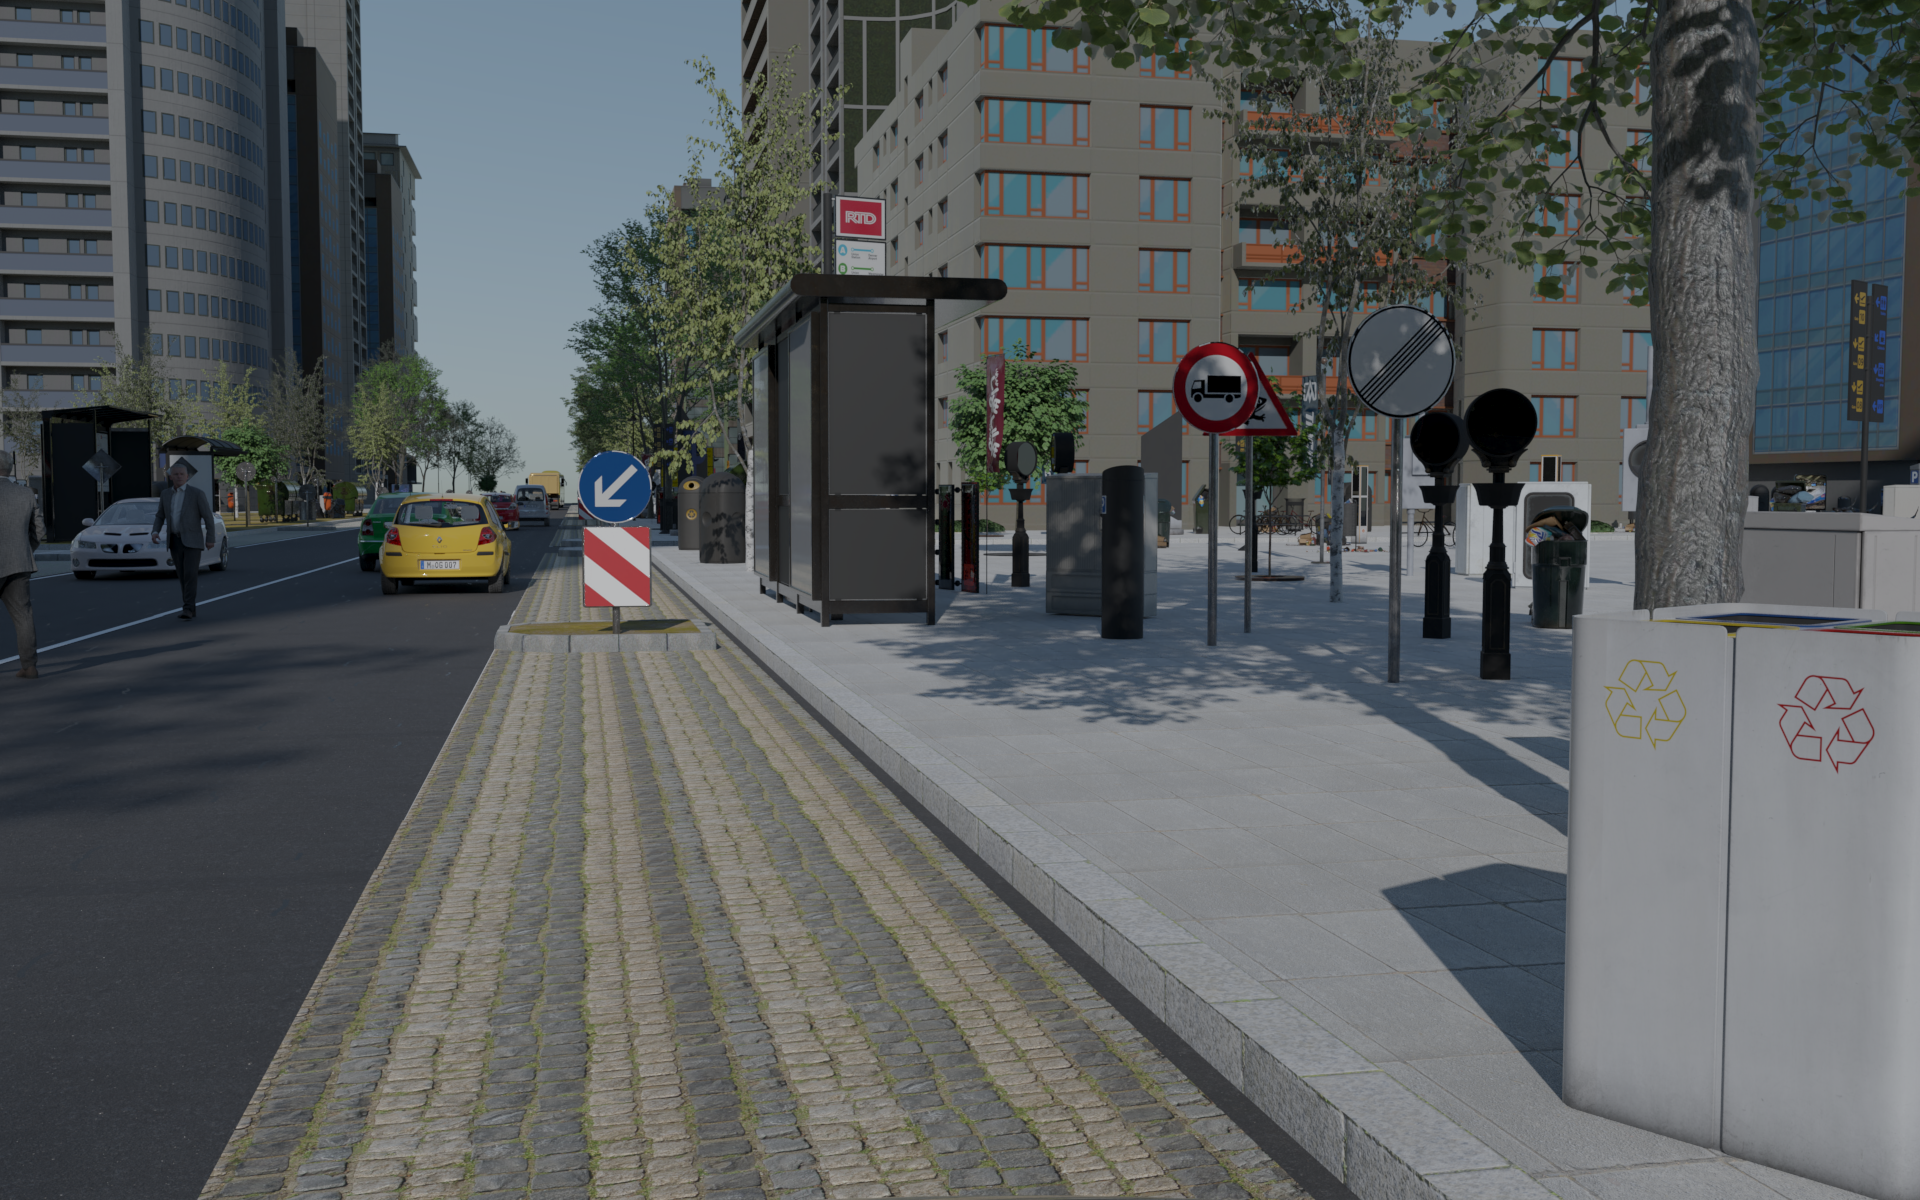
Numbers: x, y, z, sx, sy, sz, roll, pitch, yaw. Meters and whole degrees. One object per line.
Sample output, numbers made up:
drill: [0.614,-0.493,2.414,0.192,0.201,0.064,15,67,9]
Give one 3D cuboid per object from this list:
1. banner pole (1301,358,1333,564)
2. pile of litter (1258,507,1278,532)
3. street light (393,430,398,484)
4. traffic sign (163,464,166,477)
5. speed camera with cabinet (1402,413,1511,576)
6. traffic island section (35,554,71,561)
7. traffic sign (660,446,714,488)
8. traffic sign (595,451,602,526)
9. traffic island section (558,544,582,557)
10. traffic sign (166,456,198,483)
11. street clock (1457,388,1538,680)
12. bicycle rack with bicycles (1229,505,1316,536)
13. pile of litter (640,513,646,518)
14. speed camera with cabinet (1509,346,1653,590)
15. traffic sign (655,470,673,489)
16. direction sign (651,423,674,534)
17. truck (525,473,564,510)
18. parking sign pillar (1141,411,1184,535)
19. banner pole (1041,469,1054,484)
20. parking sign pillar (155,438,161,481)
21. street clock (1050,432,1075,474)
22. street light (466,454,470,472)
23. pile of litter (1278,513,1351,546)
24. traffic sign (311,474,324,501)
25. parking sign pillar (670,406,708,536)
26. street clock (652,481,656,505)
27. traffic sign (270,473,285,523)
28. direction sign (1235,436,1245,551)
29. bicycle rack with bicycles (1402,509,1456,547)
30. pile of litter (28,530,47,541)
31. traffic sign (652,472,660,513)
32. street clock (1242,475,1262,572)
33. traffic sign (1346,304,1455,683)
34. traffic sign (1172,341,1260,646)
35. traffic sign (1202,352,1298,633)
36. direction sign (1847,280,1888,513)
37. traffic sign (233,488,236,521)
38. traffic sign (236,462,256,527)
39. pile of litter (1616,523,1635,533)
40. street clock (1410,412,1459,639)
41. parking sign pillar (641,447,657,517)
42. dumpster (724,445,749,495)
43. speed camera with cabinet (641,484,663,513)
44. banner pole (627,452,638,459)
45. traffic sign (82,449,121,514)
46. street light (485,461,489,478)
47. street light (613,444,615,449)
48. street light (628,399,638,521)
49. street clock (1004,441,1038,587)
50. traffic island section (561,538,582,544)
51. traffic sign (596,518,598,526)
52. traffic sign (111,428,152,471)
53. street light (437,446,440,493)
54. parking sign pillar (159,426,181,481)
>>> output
banner pole: [6.580,-2.575,32.115,0.401,3.779,0.863,-2,4,-28]
pile of litter: [10.285,-2.726,58.529,1.176,0.858,1.719,0,4,1]
street light: [-39.407,-9.063,120.972,0.468,5.910,1.993,-1,4,-12]
traffic sign: [-30.326,-4.077,66.764,0.768,2.556,0.104,0,4,-4]
speed camera with cabinet: [7.875,-2.016,27.291,2.038,3.252,0.660,0,4,-4]
traffic island section: [-18.999,-0.985,38.387,2.009,0.180,2.903,-1,4,-12]
traffic sign: [-11.602,-4.881,73.674,2.265,3.308,0.079,-1,4,-11]
traffic sign: [-8.432,-2.262,40.632,0.795,2.450,0.064,-1,4,-12]
traffic island section: [-8.411,-1.127,40.714,2.009,0.180,2.903,-1,4,-12]
traffic sign: [-20.701,-2.599,46.128,0.795,2.450,0.064,-1,4,-12]
street clock: [3.720,-0.453,11.980,0.471,2.002,0.358,1,4,11]
bicycle rack with bicycles: [9.852,-2.520,54.582,2.925,0.926,2.852,2,4,29]
pile of litter: [-17.605,-4.874,93.647,1.176,0.858,1.719,-2,4,-30]
speed camera with cabinet: [8.528,-1.770,23.279,2.038,3.252,0.660,1,4,19]
traffic sign: [-17.915,-6.734,103.968,2.265,3.308,0.079,-1,4,-9]
direction sign: [-9.509,-3.893,55.655,0.876,3.537,0.379,2,4,35]
truck: [-37.463,-9.800,156.149,3.469,3.379,9.791,-1,4,-13]
parking sign pillar: [6.355,-4.049,54.672,1.447,3.967,1.447,0,4,6]
banner pole: [2.785,-3.817,52.417,0.863,3.779,0.401,-2,4,-32]
parking sign pillar: [-38.230,-5.820,83.632,1.447,3.967,1.447,1,4,8]
street clock: [1.204,-0.968,20.402,0.358,2.002,0.471,0,4,-5]
street light: [-57.218,-14.007,201.806,0.468,5.910,1.993,-1,4,-12]
pile of litter: [8.942,-1.791,43.242,1.719,0.858,1.176,0,4,4]
traffic sign: [-40.057,-6.602,108.044,0.768,2.556,0.104,0,4,-8]
parking sign pillar: [-8.254,-3.977,53.503,1.447,3.967,1.447,1,4,16]
street clock: [-17.176,-5.630,96.622,0.471,2.002,0.358,0,4,-3]
traffic sign: [-30.267,-4.683,76.675,0.768,2.556,0.104,0,4,-7]
direction sign: [6.478,-2.881,39.098,0.379,3.537,0.876,3,5,44]
bicycle rack with bicycles: [11.956,-1.719,41.490,2.925,0.926,2.852,-3,4,-36]
pile of litter: [-25.656,-2.044,47.388,1.176,0.858,1.719,-2,4,-27]
traffic sign: [-17.723,-6.170,100.986,0.768,2.556,0.104,-1,4,-11]
street clock: [4.795,-1.456,28.369,0.471,2.002,0.358,1,4,10]
traffic sign: [2.953,-0.710,11.716,0.768,2.556,0.104,-1,4,-9]
traffic sign: [2.134,-0.885,14.583,0.768,2.556,0.104,-1,4,-12]
traffic sign: [2.659,-0.975,15.951,0.884,2.594,0.081,0,4,-4]
direction sign: [9.744,-1.630,18.653,0.876,3.537,0.379,-3,5,-41]
traffic sign: [-34.466,-5.023,82.229,0.768,2.556,0.104,0,4,-8]
traffic sign: [-28.147,-4.170,68.279,0.768,2.556,0.104,0,4,-3]
pile of litter: [22.816,-2.696,58.045,1.719,0.858,1.176,2,4,24]
street clock: [4.249,-0.661,15.376,0.471,2.002,0.358,3,5,40]
parking sign pillar: [-17.844,-6.724,98.415,1.447,3.967,1.447,-1,4,-9]
dumpster: [-4.215,-2.024,35.585,1.502,2.255,1.985,-1,4,-12]
speed camera with cabinet: [-18.432,-6.623,102.616,2.038,3.252,0.660,1,4,10]
banner pole: [-19.781,-6.994,104.375,0.863,3.779,0.401,-1,4,-14]
traffic sign: [-18.978,-2.122,38.331,0.795,2.450,0.064,-1,4,-12]
street light: [-65.460,-16.319,239.598,0.468,5.910,1.993,-1,4,-12]
street light: [-24.269,-9.094,121.467,0.468,5.910,1.993,-1,4,-12]
street light: [-15.671,-6.751,83.168,0.468,5.910,1.993,-1,4,-12]
street clock: [0.838,-1.183,23.909,0.358,2.002,0.471,3,5,41]
traffic island section: [-10.135,-1.604,48.512,2.009,0.180,2.903,-1,4,-12]
traffic sign: [-10.156,-2.739,48.429,0.795,2.450,0.064,-1,4,-12]
traffic sign: [-25.981,-3.626,53.151,2.265,3.308,0.079,0,4,-4]
street light: [-47.641,-11.340,158.193,0.468,5.910,1.993,-1,4,-12]
parking sign pillar: [-30.841,-4.912,68.780,1.447,3.967,1.447,-2,4,-25]
